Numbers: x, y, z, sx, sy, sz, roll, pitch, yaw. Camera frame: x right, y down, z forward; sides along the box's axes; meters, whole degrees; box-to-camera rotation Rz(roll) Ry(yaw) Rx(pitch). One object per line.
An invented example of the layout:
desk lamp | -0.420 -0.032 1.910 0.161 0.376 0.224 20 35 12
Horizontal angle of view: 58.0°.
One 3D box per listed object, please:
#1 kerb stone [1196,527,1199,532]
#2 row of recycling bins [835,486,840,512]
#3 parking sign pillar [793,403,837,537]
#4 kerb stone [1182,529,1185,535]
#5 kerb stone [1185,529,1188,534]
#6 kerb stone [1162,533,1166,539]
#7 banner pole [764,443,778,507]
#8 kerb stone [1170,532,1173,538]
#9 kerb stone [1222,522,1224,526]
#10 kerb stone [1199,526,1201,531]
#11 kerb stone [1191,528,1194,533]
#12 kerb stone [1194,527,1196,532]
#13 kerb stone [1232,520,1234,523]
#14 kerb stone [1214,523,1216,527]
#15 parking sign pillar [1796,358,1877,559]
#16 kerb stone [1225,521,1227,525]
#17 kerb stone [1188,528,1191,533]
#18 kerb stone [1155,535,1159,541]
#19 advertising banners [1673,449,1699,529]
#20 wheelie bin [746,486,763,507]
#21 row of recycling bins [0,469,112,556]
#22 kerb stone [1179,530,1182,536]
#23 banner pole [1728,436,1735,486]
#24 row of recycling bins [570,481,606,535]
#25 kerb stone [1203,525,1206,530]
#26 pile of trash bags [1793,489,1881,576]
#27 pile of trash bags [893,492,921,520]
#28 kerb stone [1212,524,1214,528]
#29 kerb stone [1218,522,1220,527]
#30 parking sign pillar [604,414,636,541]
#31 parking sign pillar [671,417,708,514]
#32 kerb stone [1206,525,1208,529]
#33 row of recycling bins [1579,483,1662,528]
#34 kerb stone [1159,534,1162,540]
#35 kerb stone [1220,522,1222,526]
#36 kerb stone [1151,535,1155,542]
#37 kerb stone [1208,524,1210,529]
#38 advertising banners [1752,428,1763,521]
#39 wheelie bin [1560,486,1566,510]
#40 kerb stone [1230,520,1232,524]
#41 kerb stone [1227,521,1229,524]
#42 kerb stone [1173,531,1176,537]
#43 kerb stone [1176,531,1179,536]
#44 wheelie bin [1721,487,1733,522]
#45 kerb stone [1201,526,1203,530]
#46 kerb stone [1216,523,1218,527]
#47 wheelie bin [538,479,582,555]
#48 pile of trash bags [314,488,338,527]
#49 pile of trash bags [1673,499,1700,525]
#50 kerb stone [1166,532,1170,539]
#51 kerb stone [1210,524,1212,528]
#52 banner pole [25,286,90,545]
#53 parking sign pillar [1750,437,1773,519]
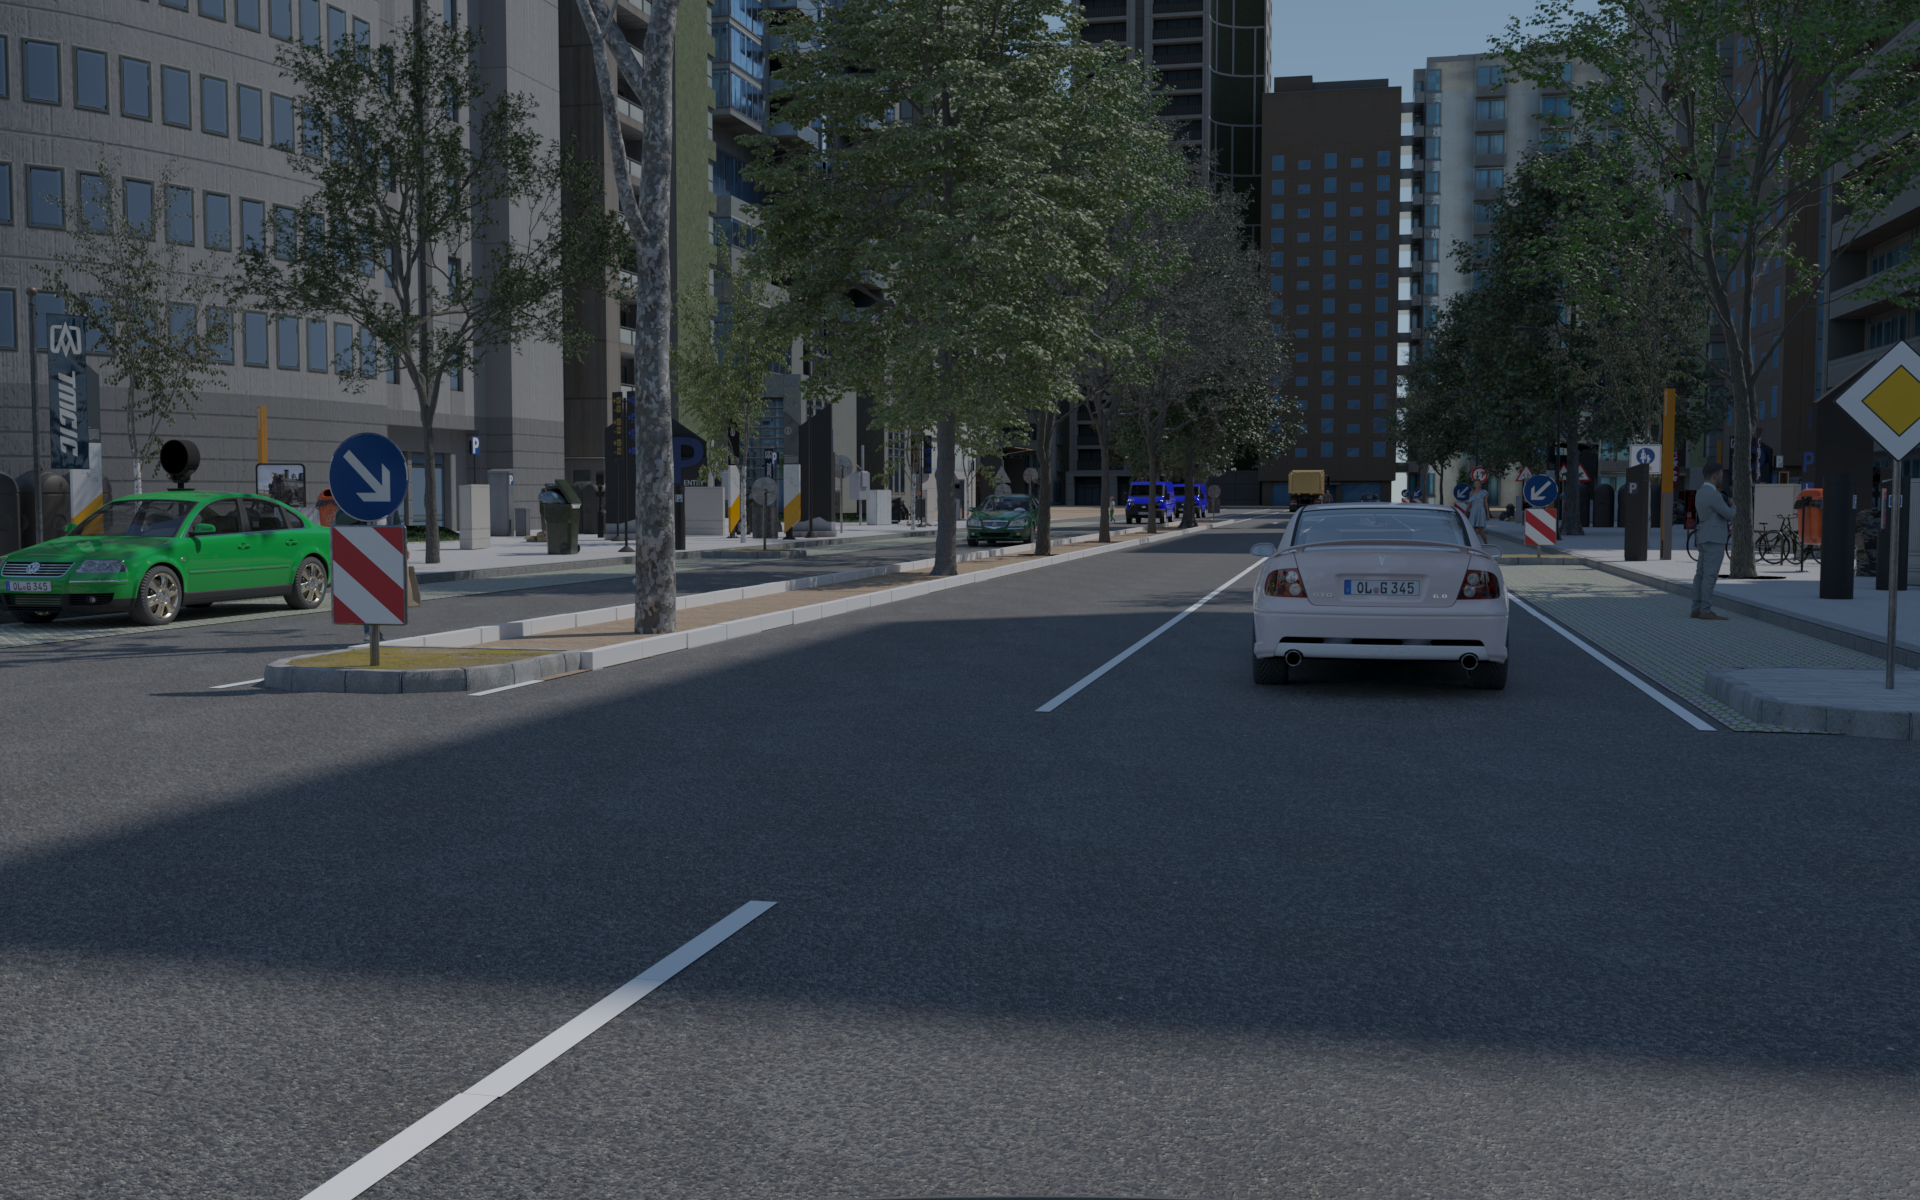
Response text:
kerb stone | 8.829 -2.645 65.507 0.120 0.150 1.000 1 4 13
row of recycling bins | -6.274 -4.728 84.422 1.069 1.692 3.534 0 4 -2
parking sign pillar | -4.408 -3.872 51.786 1.447 3.967 1.447 1 4 13
kerb stone | 7.675 -2.335 60.499 0.120 0.150 1.000 1 4 13
kerb stone | 7.897 -2.400 61.502 0.120 0.150 1.000 1 4 13
kerb stone | 6.292 -1.974 54.519 0.120 0.150 1.000 1 4 13
banner pole | -9.123 -5.756 84.133 0.863 3.779 0.401 -2 4 -27
kerb stone | 6.753 -2.097 56.514 0.120 0.150 1.000 1 4 13
kerb stone | 11.595 -3.382 77.490 0.120 0.150 1.000 1 4 13
kerb stone | 9.051 -2.710 66.504 0.120 0.150 1.000 1 4 13
kerb stone | 8.368 -2.527 63.508 0.120 0.150 1.000 1 4 13
kerb stone | 8.598 -2.588 64.510 0.120 0.150 1.000 1 4 13
kerb stone | 12.970 -3.749 83.498 0.120 0.150 1.000 1 4 13
kerb stone | 10.663 -3.137 73.491 0.120 0.150 1.000 1 4 13
parking sign pillar | 17.512 -2.819 34.559 1.447 3.967 1.447 -1 4 -11
kerb stone | 12.053 -3.504 79.483 0.120 0.150 1.000 1 4 13
kerb stone | 8.133 -2.465 62.505 0.120 0.150 1.000 1 4 13
kerb stone | 5.834 -1.852 52.520 0.120 0.150 1.000 1 4 13
advertising banners | 26.556 -4.079 62.876 2.074 3.025 0.090 -1 4 -13
wheelie bin | -8.083 -3.660 67.744 0.693 1.594 0.980 -3 5 -40
row of recycling bins | -15.349 -1.288 28.164 1.069 1.692 3.534 1 4 23
kerb stone | 7.446 -2.282 59.501 0.120 0.150 1.000 1 4 13
banner pole | 29.433 -4.610 65.383 0.863 3.779 0.401 1 4 12
row of recycling bins | -12.145 -3.017 56.442 1.069 1.692 3.534 -2 4 -24
kerb stone | 9.518 -2.832 68.496 0.120 0.150 1.000 1 4 13
pile of trash bags | 14.730 -1.082 27.443 1.912 1.369 3.447 -2 4 -25
pile of trash bags | -2.380 -4.656 85.882 1.912 1.369 3.447 1 4 13
kerb stone | 10.434 -3.076 72.489 0.120 0.150 1.000 1 4 13
kerb stone | 11.134 -3.256 75.485 0.120 0.150 1.000 1 4 13
parking sign pillar | -9.235 -3.666 48.410 1.447 3.967 1.447 0 4 1
parking sign pillar | -9.338 -4.346 59.522 1.447 3.967 1.447 -1 4 -15
kerb stone | 9.749 -2.888 69.492 0.120 0.150 1.000 1 4 13
row of recycling bins | 25.284 -3.642 66.662 3.534 1.692 1.069 1 4 22
kerb stone | 6.058 -1.916 53.518 0.120 0.150 1.000 1 4 13
kerb stone | 11.365 -3.321 76.488 0.120 0.150 1.000 1 4 13
kerb stone | 5.606 -1.794 51.523 0.120 0.150 1.000 1 4 13
kerb stone | 9.980 -2.951 70.493 0.120 0.150 1.000 1 4 13
advertising banners | 20.605 -2.997 45.191 0.090 3.025 2.074 3 5 40
wheelie bin | 24.492 -3.759 69.364 0.980 1.594 0.693 0 4 4
kerb stone | 12.747 -3.686 82.497 0.120 0.150 1.000 1 4 13
kerb stone | 12.283 -3.565 80.479 0.120 0.150 1.000 1 4 13
kerb stone | 6.983 -2.160 57.510 0.120 0.150 1.000 1 4 13
kerb stone | 7.213 -2.221 58.506 0.120 0.150 1.000 1 4 13
wheelie bin | 35.339 -4.408 79.985 0.980 1.594 0.693 -3 5 -43
kerb stone | 9.286 -2.770 67.499 0.120 0.150 1.000 1 4 13
kerb stone | 10.895 -3.198 74.487 0.120 0.150 1.000 1 4 13
wheelie bin | -8.470 -1.765 36.766 0.693 1.594 0.980 0 4 7
pile of trash bags | -11.247 -1.076 27.352 3.447 1.369 1.912 0 4 -1
pile of trash bags | 31.571 -3.859 72.844 3.447 1.369 1.912 2 4 34
kerb stone | 6.525 -2.038 55.514 0.120 0.150 1.000 1 4 13
kerb stone | 10.206 -3.013 71.492 0.120 0.150 1.000 1 4 13
banner pole | -11.043 -1.905 21.158 0.401 3.779 0.863 3 4 38
parking sign pillar | 32.193 -5.001 70.238 1.447 3.967 1.447 3 5 43
